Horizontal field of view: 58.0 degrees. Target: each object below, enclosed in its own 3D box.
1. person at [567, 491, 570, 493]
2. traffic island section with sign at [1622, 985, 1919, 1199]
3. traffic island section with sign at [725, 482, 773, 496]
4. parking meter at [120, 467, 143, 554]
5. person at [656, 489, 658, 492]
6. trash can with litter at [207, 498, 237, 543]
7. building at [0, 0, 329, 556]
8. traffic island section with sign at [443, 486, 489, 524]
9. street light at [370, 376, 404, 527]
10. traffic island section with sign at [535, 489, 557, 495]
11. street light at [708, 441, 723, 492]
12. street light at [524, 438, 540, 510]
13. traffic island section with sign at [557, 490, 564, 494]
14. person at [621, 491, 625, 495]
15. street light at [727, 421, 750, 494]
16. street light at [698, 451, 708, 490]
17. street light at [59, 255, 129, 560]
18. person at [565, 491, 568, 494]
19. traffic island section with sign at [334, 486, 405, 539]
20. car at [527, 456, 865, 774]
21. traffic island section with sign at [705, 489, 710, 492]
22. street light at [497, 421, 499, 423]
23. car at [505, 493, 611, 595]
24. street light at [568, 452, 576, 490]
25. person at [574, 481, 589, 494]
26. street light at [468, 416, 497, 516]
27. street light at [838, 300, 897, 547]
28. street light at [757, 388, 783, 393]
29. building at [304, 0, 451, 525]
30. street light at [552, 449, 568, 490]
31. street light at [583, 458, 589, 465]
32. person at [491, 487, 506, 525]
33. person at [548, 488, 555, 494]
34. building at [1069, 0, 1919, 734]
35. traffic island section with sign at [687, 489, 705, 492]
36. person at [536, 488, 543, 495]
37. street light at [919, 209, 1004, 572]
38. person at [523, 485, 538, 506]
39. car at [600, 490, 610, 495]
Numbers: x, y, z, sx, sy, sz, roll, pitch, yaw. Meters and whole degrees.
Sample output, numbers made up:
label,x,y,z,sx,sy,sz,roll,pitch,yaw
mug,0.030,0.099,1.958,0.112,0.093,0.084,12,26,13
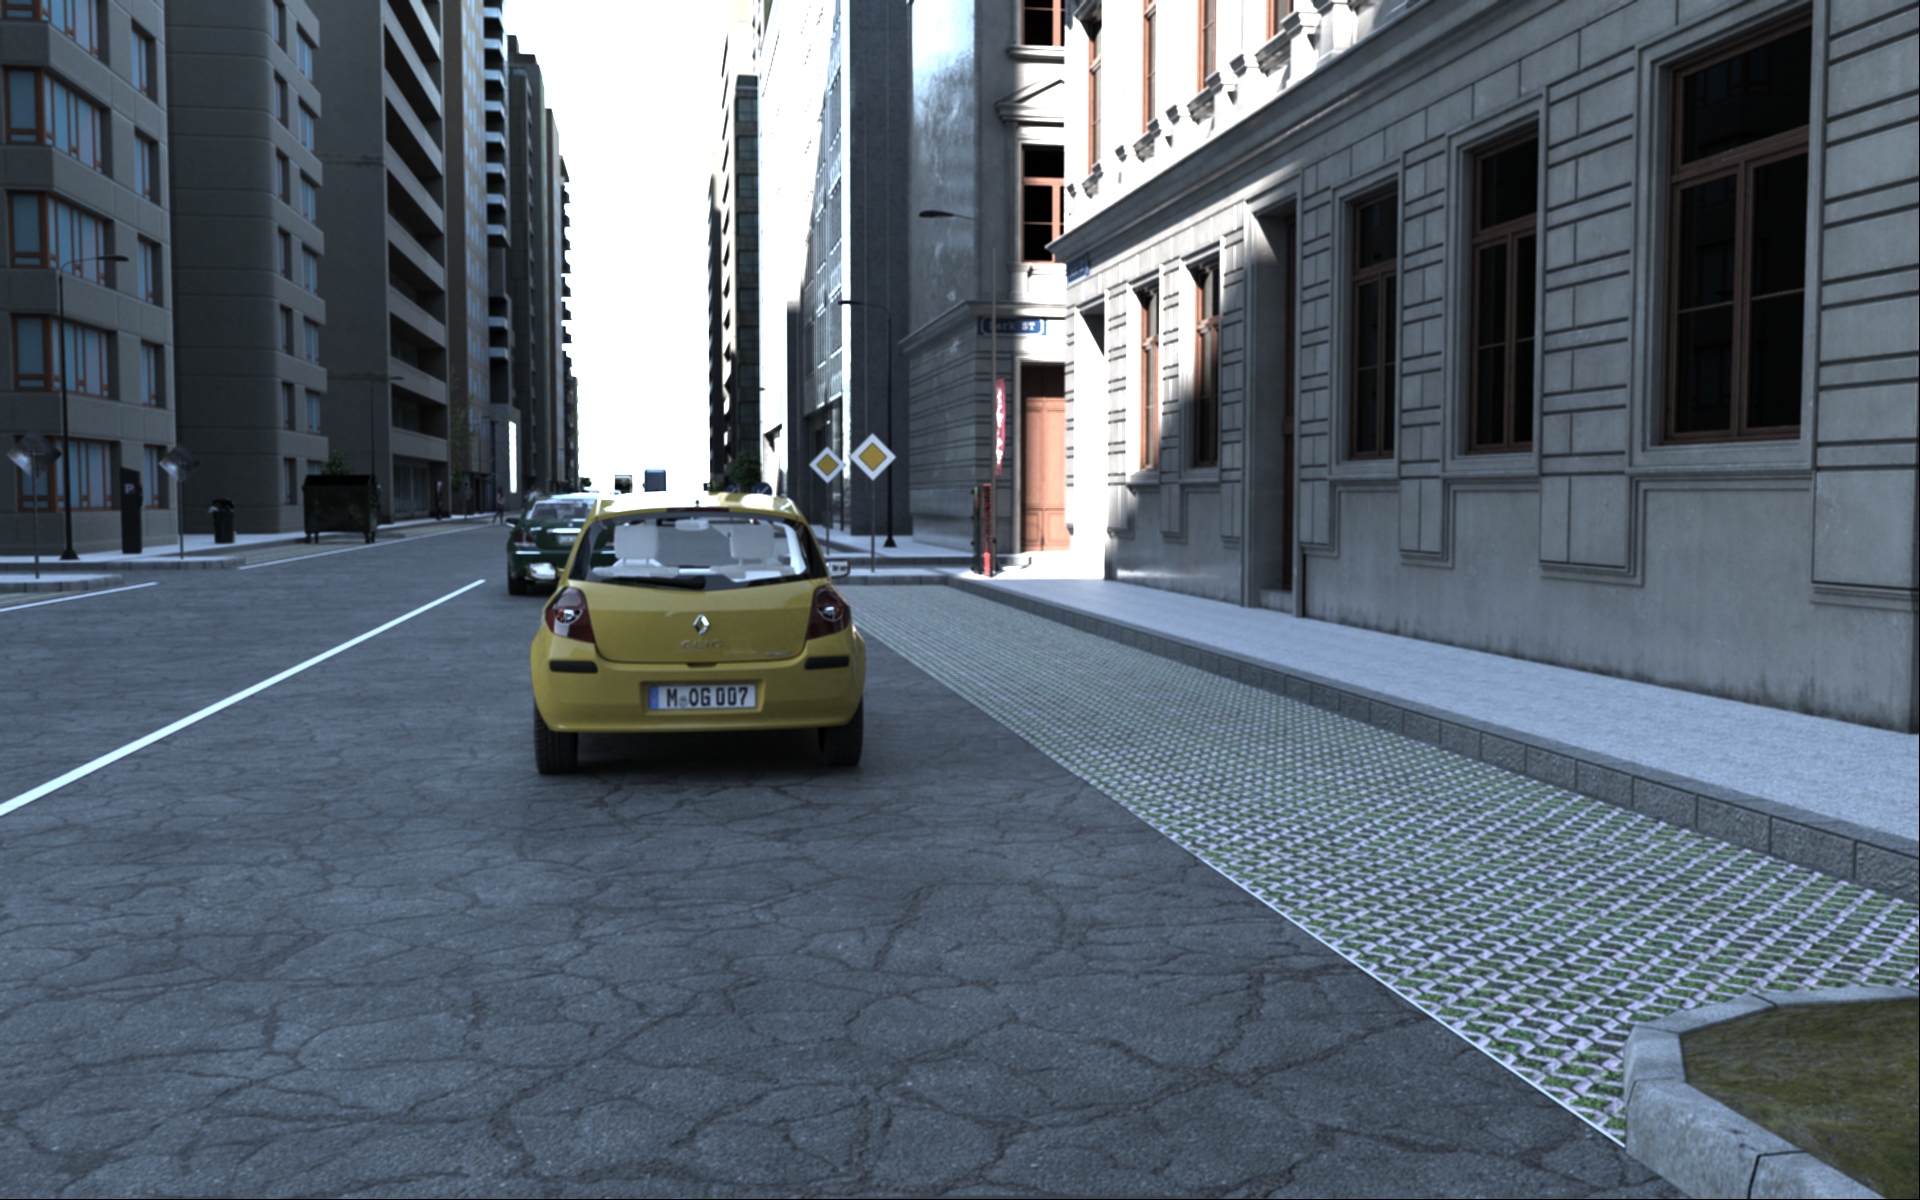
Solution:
label,x,y,z,sx,sy,sz,roll,pitch,yaw
person,-33.711,-8.589,149.718,1.217,1.735,0.721,3,4,36
traffic island section with sign,2.501,0.316,3.468,1.989,1.847,2.006,-1,4,-10
traffic island section with sign,-6.668,-2.977,57.294,1.989,1.847,2.006,-1,4,-10
parking meter,-17.815,-1.930,37.263,0.399,1.863,0.255,-1,4,-15
person,-25.237,-8.311,144.345,1.348,1.831,0.705,-1,4,-20
trash can with litter,-19.208,-2.063,45.116,0.624,1.170,1.055,-1,4,-16
building,-34.607,-12.361,47.146,27.650,21.520,28.899,-1,4,-10
traffic island section with sign,-23.759,-4.567,83.297,1.989,1.847,2.006,-1,4,-10
street light,-22.639,-5.863,68.407,1.470,5.913,1.316,-1,4,-10
traffic island section with sign,-32.187,-7.594,132.788,1.989,1.847,2.006,-1,4,-10
street light,-20.960,-10.912,150.945,1.470,5.913,1.316,-1,4,-10
street light,-35.561,-10.483,143.938,1.470,5.913,1.316,-1,4,-10
traffic island section with sign,-36.723,-9.219,159.360,1.989,1.847,2.006,-1,4,-10
person,-40.295,-12.174,207.635,1.350,1.814,0.705,-3,5,-44
street light,-13.961,-8.416,110.144,1.470,5.913,1.316,-1,4,-10
street light,-28.829,-13.785,197.926,1.470,5.913,1.316,-1,4,-10
street light,-16.819,-3.738,33.654,1.470,5.913,1.316,-1,4,-10
person,-33.467,-8.441,147.316,0.445,1.727,0.742,0,4,-3
traffic island section with sign,-19.149,-2.916,56.310,1.989,1.847,2.006,-1,4,-10
car,-1.601,-0.011,10.400,2.015,1.641,3.980,-1,4,-10
traffic island section with sign,-11.198,-4.602,83.868,1.989,1.847,2.006,-1,4,-10
street light,-29.817,-8.382,109.581,1.470,5.913,1.316,-1,4,-10
car,-5.835,-0.884,26.253,2.131,1.459,4.920,-1,4,-11
street light,-43.520,-13.369,191.116,1.470,5.913,1.316,-1,4,-10
person,-13.546,-3.300,61.813,0.648,1.900,0.474,-1,4,-18
street light,-28.591,-7.988,103.139,1.470,5.913,1.316,-1,4,-10
street light,-2.227,-4.225,41.624,1.470,5.913,1.316,-1,4,-10
street light,-8.182,-6.324,75.946,1.470,5.913,1.316,-1,4,-10
building,-36.140,-27.891,79.725,21.300,48.544,21.600,-1,4,-10
street light,-41.384,-12.574,178.128,1.470,5.913,1.316,-1,4,-10
street light,-49.589,-15.501,225.974,1.470,5.913,1.316,-1,4,-10
person,-21.052,-4.280,79.063,0.643,1.750,0.593,0,3,0
person,-26.747,-6.422,113.581,1.350,1.814,0.705,1,4,9
building,8.311,-11.181,18.966,11.583,22.565,21.152,-1,4,-10
traffic island section with sign,-24.272,-9.291,160.541,1.989,1.847,2.006,-1,4,-10
person,-24.624,-5.659,101.123,0.635,1.810,0.391,2,4,24
street light,0.018,-3.424,28.527,1.470,5.913,1.316,-1,4,-10
person,-18.911,-4.143,76.334,0.679,1.850,0.850,-1,4,-11
car,-34.870,-9.688,167.065,2.281,1.827,5.304,-1,4,-11
